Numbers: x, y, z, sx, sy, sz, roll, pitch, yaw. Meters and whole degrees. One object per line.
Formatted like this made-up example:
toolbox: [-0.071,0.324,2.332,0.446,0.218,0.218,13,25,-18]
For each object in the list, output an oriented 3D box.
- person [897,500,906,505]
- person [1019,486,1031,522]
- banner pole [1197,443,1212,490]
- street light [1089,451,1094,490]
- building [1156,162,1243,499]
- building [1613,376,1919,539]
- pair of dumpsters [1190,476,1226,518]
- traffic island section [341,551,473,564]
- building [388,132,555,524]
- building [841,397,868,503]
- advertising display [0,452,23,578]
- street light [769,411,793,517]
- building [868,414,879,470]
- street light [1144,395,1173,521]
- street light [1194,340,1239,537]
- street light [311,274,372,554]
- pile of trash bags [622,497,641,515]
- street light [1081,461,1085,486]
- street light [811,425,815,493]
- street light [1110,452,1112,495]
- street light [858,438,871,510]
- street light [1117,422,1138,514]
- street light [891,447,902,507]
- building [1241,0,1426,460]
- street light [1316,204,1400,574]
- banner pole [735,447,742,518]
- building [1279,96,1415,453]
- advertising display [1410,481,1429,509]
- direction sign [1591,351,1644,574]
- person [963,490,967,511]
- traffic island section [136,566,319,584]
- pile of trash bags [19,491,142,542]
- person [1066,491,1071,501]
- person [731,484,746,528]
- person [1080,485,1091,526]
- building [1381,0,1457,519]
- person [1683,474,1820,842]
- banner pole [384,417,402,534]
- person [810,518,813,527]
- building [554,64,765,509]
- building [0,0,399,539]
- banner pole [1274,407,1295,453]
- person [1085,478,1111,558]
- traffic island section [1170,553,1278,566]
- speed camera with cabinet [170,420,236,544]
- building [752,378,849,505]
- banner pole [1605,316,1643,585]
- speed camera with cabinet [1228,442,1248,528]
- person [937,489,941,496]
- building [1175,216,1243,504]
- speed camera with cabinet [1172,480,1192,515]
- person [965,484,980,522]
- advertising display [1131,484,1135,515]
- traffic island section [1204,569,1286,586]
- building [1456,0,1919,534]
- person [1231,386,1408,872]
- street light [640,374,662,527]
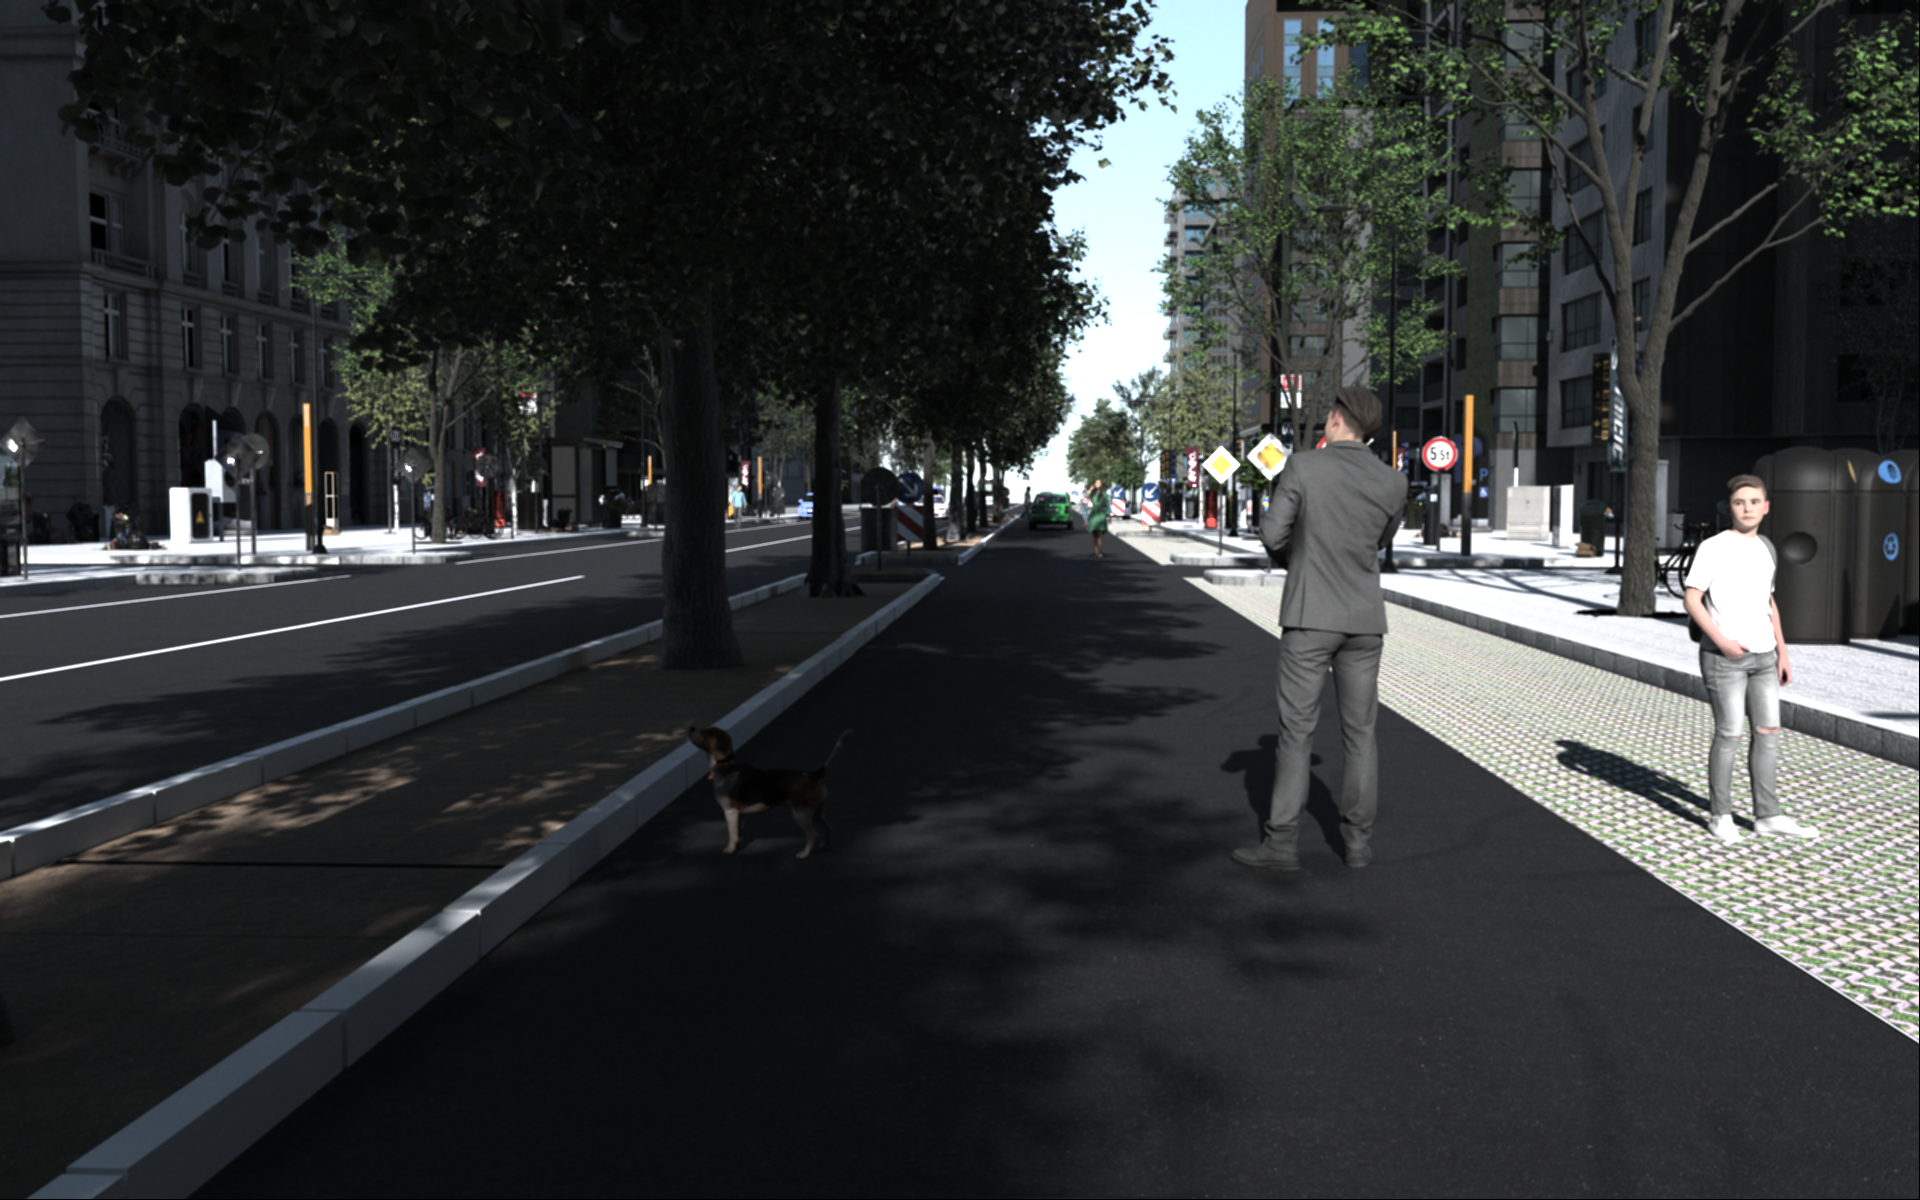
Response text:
person: [-2.966,-4.859,88.212,0.793,1.790,0.793,1,4,23]
person: [3.428,-5.003,90.150,0.795,1.843,0.661,0,4,7]
banner pole: [12.003,-5.788,84.651,0.863,3.779,0.401,0,4,3]
street light: [14.617,-13.098,186.691,1.470,5.913,1.316,0,4,3]
building: [41.224,-38.764,253.395,23.786,49.044,30.456,0,4,3]
building: [26.532,-17.095,51.205,14.107,30.474,14.160,0,4,3]
pair of dumpsters: [13.352,-5.553,93.282,1.574,2.255,4.437,0,4,3]
traffic island section: [-11.673,-0.898,36.961,2.009,0.180,2.903,0,4,3]
building: [-29.020,-17.619,85.330,12.463,27.353,25.104,0,4,3]
building: [-24.844,-38.012,245.201,21.300,48.544,21.600,0,4,3]
advertising display: [-14.849,-1.332,26.985,0.123,1.923,0.974,-1,4,-10]
street light: [-9.949,-7.577,96.421,1.470,5.913,1.316,0,4,3]
building: [-19.944,-30.101,263.850,14.160,30.474,14.107,0,4,3]
street light: [9.317,-6.649,81.256,1.470,5.913,1.316,0,4,3]
street light: [7.731,-4.873,52.219,1.470,5.913,1.316,0,4,3]
street light: [-13.136,-3.930,36.793,1.470,5.913,1.316,0,4,3]
pile of trash bags: [-20.201,-5.934,106.779,1.912,1.369,3.447,1,4,22]
street light: [17.481,-16.417,240.960,1.470,5.913,1.316,0,4,3]
street light: [-9.190,-8.615,113.388,1.470,5.913,1.316,0,4,3]
street light: [11.645,-9.490,127.697,1.470,5.913,1.316,0,4,3]
street light: [-7.690,-10.419,142.893,1.470,5.913,1.316,0,4,3]
street light: [10.713,-8.465,110.940,1.470,5.913,1.316,0,4,3]
street light: [-6.214,-12.218,172.304,1.470,5.913,1.316,0,4,3]
building: [31.167,-30.178,143.521,14.600,45.320,14.200,0,4,3]
street light: [6.404,-3.386,27.906,1.470,5.913,1.316,0,4,3]
banner pole: [-11.798,-6.258,92.339,0.401,3.779,0.863,1,4,17]
building: [30.909,-21.905,129.841,14.160,30.474,14.107,0,4,3]
advertising display: [22.072,-4.771,83.226,0.974,1.923,0.123,3,5,43]
direction sign: [10.557,-2.185,27.727,0.876,3.537,0.379,2,4,32]
person: [0.569,-8.433,146.406,0.705,1.821,1.348,1,4,17]
traffic island section: [-12.084,-0.410,28.987,2.009,0.180,2.903,0,4,3]
pile of trash bags: [-23.966,-2.281,47.047,3.447,1.369,1.912,-1,4,-12]
person: [10.363,-9.604,166.083,0.434,1.755,0.990,3,4,37]
person: [-9.319,-3.953,72.993,0.638,1.841,0.748,0,4,2]
person: [5.638,-4.246,77.935,0.555,1.821,0.388,3,5,42]
building: [34.686,-39.869,90.118,20.563,71.187,20.611,0,4,3]
person: [3.262,0.239,7.181,0.523,1.515,0.503,3,5,39]
banner pole: [-18.452,-4.060,56.402,0.401,3.779,0.863,1,4,18]
person: [-6.027,-4.004,74.357,0.834,1.777,0.661,0,4,8]
building: [-29.827,-30.659,155.905,22.147,44.769,28.867,0,4,3]
building: [-30.093,-13.372,60.433,13.314,21.916,24.055,0,4,3]
banner pole: [9.332,-3.671,50.034,0.863,3.779,0.401,2,4,24]
person: [3.103,-1.838,38.799,0.600,1.795,0.529,1,4,9]
traffic island section: [5.445,-0.844,36.078,2.009,0.180,2.903,0,4,3]
speed camera with cabinet: [-19.967,-3.147,45.790,0.660,3.252,2.038,1,4,15]
building: [-29.151,-38.619,220.662,28.713,52.752,27.495,0,4,3]
banner pole: [9.325,-2.097,24.295,0.863,3.779,0.401,-2,4,-34]
speed camera with cabinet: [10.942,-4.388,66.077,0.660,3.252,2.038,3,4,38]
person: [-1.711,-8.113,141.225,0.705,1.814,1.350,0,4,-7]
building: [44.618,-32.685,226.281,32.217,40.220,23.993,0,4,3]
speed camera with cabinet: [13.603,-6.773,105.069,0.660,3.252,2.038,-3,4,-38]
person: [0.513,-3.892,71.980,0.661,1.843,0.795,-1,4,-8]
advertising display: [10.669,-6.230,107.069,0.123,1.923,0.974,0,4,-1]
traffic island section: [5.035,-0.356,28.104,2.009,0.180,2.903,0,4,3]
building: [26.179,-18.028,66.452,14.160,30.474,14.107,0,4,3]
person: [1.389,0.096,6.730,0.655,1.846,0.447,-1,4,-14]
street light: [-11.651,-5.753,66.606,1.470,5.913,1.316,0,4,3]
